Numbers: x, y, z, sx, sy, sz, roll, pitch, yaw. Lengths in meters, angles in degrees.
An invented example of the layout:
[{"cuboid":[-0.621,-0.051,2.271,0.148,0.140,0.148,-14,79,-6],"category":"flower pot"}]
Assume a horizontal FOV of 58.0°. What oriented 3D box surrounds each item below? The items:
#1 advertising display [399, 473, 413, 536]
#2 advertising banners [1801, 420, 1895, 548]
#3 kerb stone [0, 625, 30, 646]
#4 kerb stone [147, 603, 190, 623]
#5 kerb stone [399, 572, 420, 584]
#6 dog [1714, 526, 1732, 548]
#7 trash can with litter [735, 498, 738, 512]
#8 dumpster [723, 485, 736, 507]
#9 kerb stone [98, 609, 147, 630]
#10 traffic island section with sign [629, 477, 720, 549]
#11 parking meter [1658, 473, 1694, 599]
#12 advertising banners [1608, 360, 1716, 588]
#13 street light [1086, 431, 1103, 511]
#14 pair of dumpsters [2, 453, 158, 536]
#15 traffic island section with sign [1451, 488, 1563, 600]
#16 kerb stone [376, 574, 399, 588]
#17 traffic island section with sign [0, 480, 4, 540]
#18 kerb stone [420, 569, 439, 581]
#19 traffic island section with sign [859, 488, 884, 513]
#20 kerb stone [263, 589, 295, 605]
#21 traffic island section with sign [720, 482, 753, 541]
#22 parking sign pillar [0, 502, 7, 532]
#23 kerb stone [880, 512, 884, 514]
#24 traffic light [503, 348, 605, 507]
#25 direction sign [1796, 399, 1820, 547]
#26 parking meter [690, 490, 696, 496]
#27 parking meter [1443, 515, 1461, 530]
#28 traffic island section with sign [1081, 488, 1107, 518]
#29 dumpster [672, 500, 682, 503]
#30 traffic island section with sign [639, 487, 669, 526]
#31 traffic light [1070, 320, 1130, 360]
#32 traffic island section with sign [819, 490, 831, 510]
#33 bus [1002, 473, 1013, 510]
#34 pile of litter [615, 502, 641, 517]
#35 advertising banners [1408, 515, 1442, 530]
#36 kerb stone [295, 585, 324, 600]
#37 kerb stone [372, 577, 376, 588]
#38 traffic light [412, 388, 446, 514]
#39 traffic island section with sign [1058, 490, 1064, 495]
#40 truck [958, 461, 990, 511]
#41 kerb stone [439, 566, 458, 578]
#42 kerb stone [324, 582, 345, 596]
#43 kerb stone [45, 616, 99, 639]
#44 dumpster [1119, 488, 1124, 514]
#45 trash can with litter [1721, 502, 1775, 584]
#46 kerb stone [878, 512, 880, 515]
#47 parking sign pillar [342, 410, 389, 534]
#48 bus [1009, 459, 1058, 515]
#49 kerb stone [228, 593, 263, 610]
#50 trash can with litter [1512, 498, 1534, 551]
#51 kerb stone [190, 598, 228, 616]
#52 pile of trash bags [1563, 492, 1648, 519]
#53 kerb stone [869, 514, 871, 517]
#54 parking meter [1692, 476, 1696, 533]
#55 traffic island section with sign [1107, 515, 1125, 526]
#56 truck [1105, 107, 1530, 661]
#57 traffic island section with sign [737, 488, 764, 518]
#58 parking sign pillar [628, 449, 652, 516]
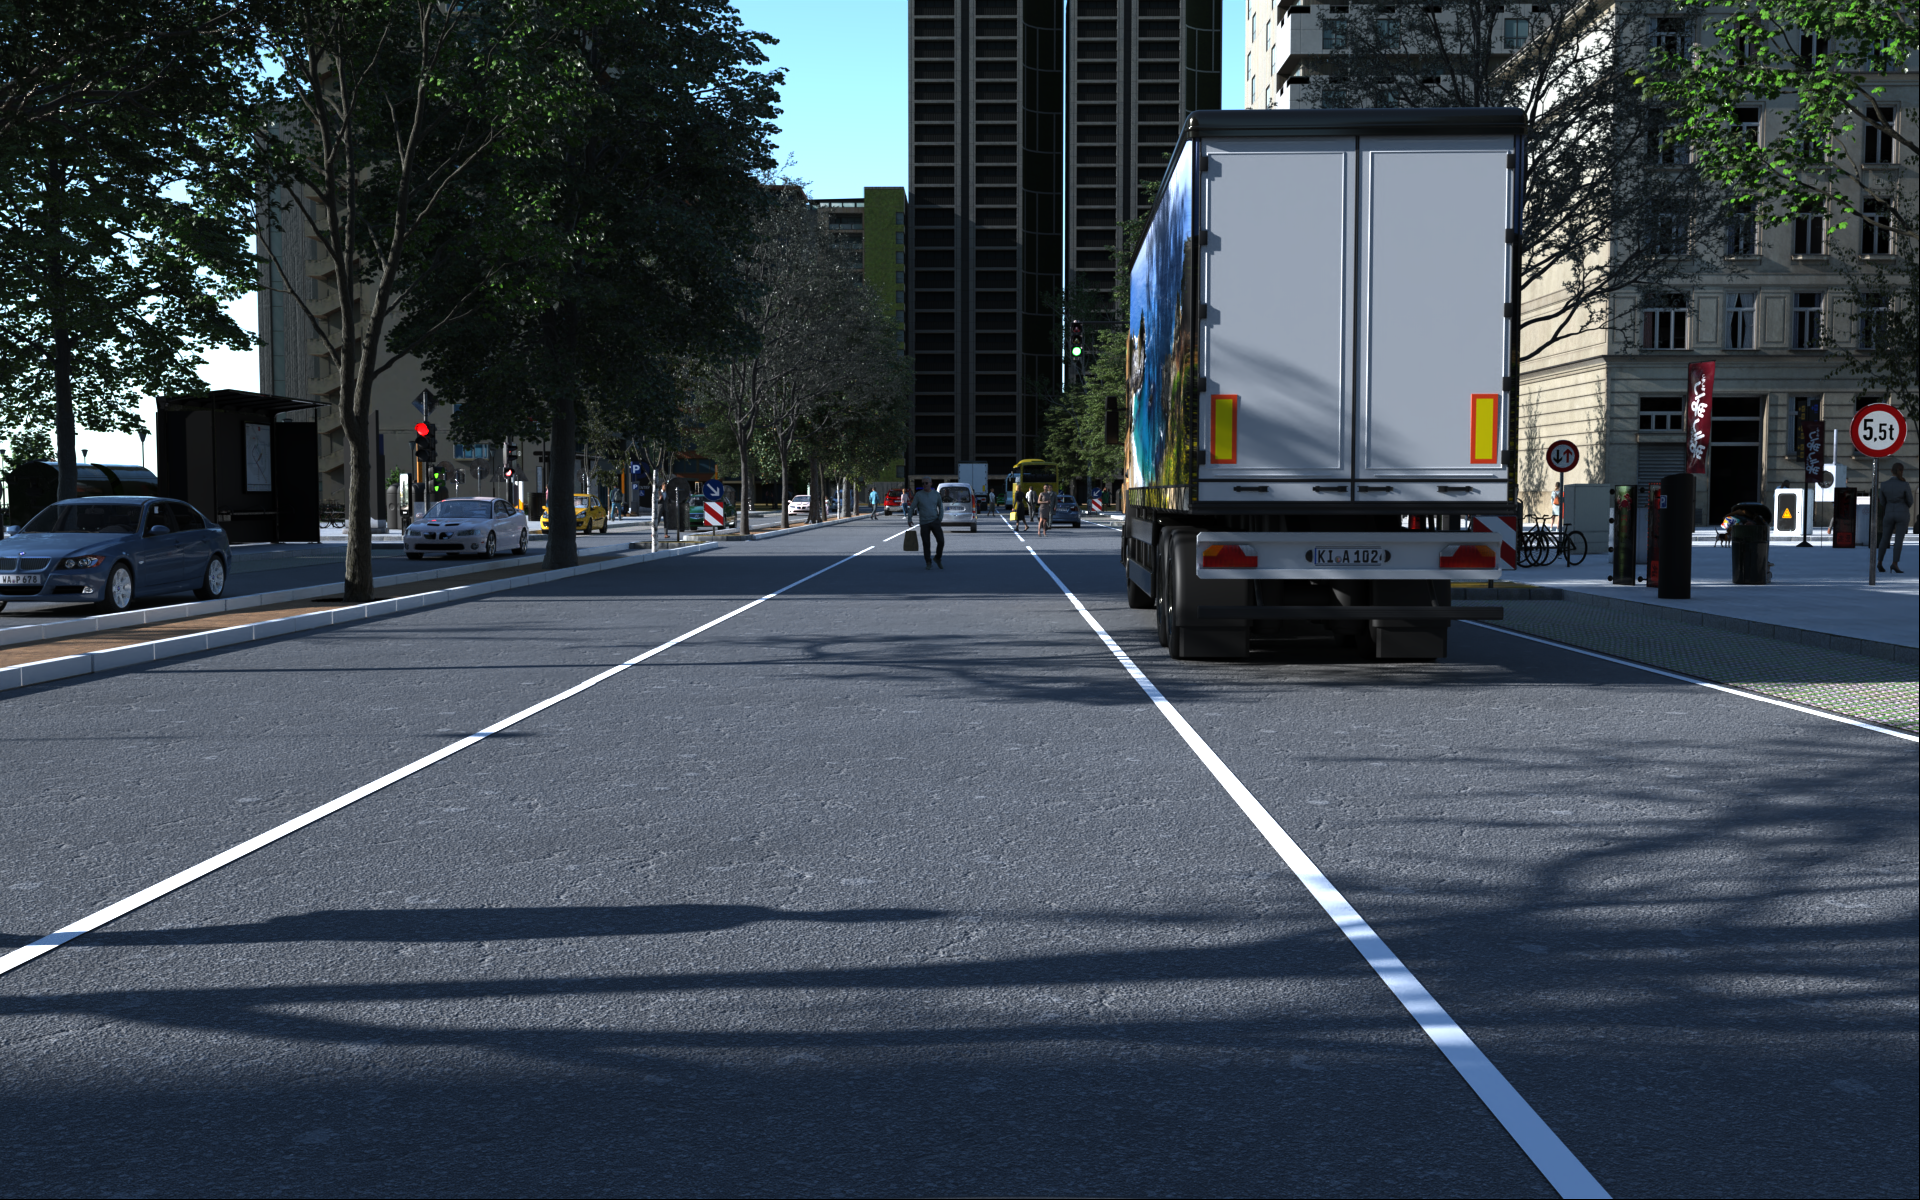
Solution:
[{"cuboid":[-17.027,-2.937,53.232,0.123,1.923,0.974,-2,4,-33],"category":"advertising display"},{"cuboid":[21.015,-2.742,41.024,2.074,3.025,0.090,1,4,18],"category":"advertising banners"},{"cuboid":[-9.068,0.350,16.480,0.120,0.150,1.000,0,4,1],"category":"kerb stone"},{"cuboid":[-9.028,0.160,19.577,0.120,0.150,1.000,0,4,1],"category":"kerb stone"},{"cuboid":[-8.924,-0.341,27.767,0.120,0.150,1.000,0,4,1],"category":"kerb stone"},{"cuboid":[18.366,-1.517,41.626,0.540,0.507,0.406,3,4,36],"category":"dog"},{"cuboid":[-16.546,-7.063,126.861,0.624,1.170,1.055,-2,4,-31],"category":"trash can with litter"},{"cuboid":[-15.609,-6.670,114.815,1.264,1.857,1.865,0,4,1],"category":"dumpster"},{"cuboid":[-9.036,0.223,18.542,0.120,0.150,1.000,0,4,1],"category":"kerb stone"},{"cuboid":[-7.625,-2.326,46.161,2.006,1.907,1.989,0,4,1],"category":"traffic island section with sign"},{"cuboid":[8.793,-0.787,21.280,0.372,1.533,0.369,0,3,0],"category":"parking meter"},{"cuboid":[9.554,-1.678,23.631,0.090,3.025,2.074,-1,4,-15],"category":"advertising banners"},{"cuboid":[9.946,-9.523,128.247,1.470,5.913,1.316,0,4,1],"category":"street light"},{"cuboid":[-19.873,-2.254,39.340,1.574,2.255,4.437,0,4,1],"category":"pair of dumpsters"},{"cuboid":[7.122,-0.953,24.214,1.989,1.847,2.006,0,4,1],"category":"traffic island section with sign"},{"cuboid":[-8.935,-0.278,26.740,0.120,0.150,1.000,0,4,1],"category":"kerb stone"},{"cuboid":[-14.102,-0.963,24.369,1.989,1.847,2.006,0,4,1],"category":"traffic island section with sign"},{"cuboid":[-8.915,-0.396,28.790,0.120,0.150,1.000,0,4,1],"category":"kerb stone"},{"cuboid":[-6.554,-7.374,128.700,2.006,1.907,1.989,0,4,1],"category":"traffic island section with sign"},{"cuboid":[-8.984,-0.028,22.647,0.120,0.150,1.000,0,4,1],"category":"kerb stone"},{"cuboid":[-7.519,-2.779,53.567,2.006,1.907,1.989,0,4,1],"category":"traffic island section with sign"},{"cuboid":[-32.772,-4.248,57.924,1.447,3.967,1.447,1,4,21],"category":"parking sign pillar"},{"cuboid":[-5.596,-6.067,121.523,0.120,0.150,1.000,0,4,1],"category":"kerb stone"},{"cuboid":[-11.908,-4.844,53.868,4.771,5.953,1.251,0,4,1],"category":"traffic light"},{"cuboid":[20.488,-3.052,41.904,0.379,3.537,0.876,0,4,-5],"category":"direction sign"},{"cuboid":[-15.852,-5.765,102.674,0.372,1.533,0.369,0,3,0],"category":"parking meter"},{"cuboid":[12.022,-2.241,42.355,0.399,1.863,0.255,-1,4,-21],"category":"parking meter"},{"cuboid":[8.192,-5.943,105.794,1.989,1.847,2.006,0,4,1],"category":"traffic island section with sign"},{"cuboid":[-17.650,-6.112,105.682,1.264,1.857,1.865,0,4,1],"category":"dumpster"},{"cuboid":[-13.390,-4.279,78.593,1.989,1.847,2.006,0,4,1],"category":"traffic island section with sign"},{"cuboid":[5.263,-4.332,45.500,4.771,5.953,1.251,0,4,1],"category":"traffic light"},{"cuboid":[-12.391,-9.027,156.225,1.989,1.847,2.006,0,4,1],"category":"traffic island section with sign"},{"cuboid":[5.454,-10.170,161.145,2.948,3.499,13.247,0,4,1],"category":"bus"},{"cuboid":[-18.853,-5.158,98.299,1.719,0.858,1.176,-2,4,-31],"category":"pile of litter"},{"cuboid":[12.180,-3.045,45.976,2.074,3.025,0.090,3,4,36],"category":"advertising banners"},{"cuboid":[-8.973,-0.089,23.673,0.120,0.150,1.000,0,4,1],"category":"kerb stone"},{"cuboid":[-8.944,-0.215,25.718,0.120,0.150,1.000,0,4,1],"category":"kerb stone"},{"cuboid":[-14.104,-3.483,45.876,0.839,4.253,0.868,0,4,1],"category":"traffic light"},{"cuboid":[8.826,-8.980,155.458,1.989,1.847,2.006,0,4,1],"category":"traffic island section with sign"},{"cuboid":[1.206,-9.953,151.649,2.839,4.237,11.283,0,4,1],"category":"truck"},{"cuboid":[-8.888,-0.466,29.811,0.120,0.150,1.000,0,4,1],"category":"kerb stone"},{"cuboid":[-8.963,-0.153,24.696,0.120,0.150,1.000,0,4,1],"category":"kerb stone"},{"cuboid":[-9.045,0.294,17.509,0.120,0.150,1.000,0,4,1],"category":"kerb stone"},{"cuboid":[11.048,-6.650,111.216,1.502,2.255,1.985,0,4,1],"category":"dumpster"},{"cuboid":[11.324,-0.823,24.845,0.624,1.170,1.055,2,4,32],"category":"trash can with litter"},{"cuboid":[-5.663,-5.823,117.432,0.120,0.150,1.000,0,4,1],"category":"kerb stone"},{"cuboid":[-19.237,-4.128,55.961,1.447,3.967,1.447,1,4,20],"category":"parking sign pillar"},{"cuboid":[5.163,-7.922,121.069,2.896,3.916,12.252,0,4,-1],"category":"bus"},{"cuboid":[-9.000,0.039,21.626,0.120,0.150,1.000,0,4,1],"category":"kerb stone"},{"cuboid":[12.158,-1.737,39.453,2.233,1.210,1.678,-1,4,-12],"category":"trash can with litter"},{"cuboid":[-9.023,0.097,20.604,0.120,0.150,1.000,0,4,1],"category":"kerb stone"},{"cuboid":[20.792,-2.760,54.876,3.447,1.369,1.912,1,4,21],"category":"pile of trash bags"},{"cuboid":[-5.783,-5.256,108.210,0.120,0.150,1.000,0,4,1],"category":"kerb stone"},{"cuboid":[24.242,-3.164,57.436,0.255,1.863,0.399,1,4,17],"category":"parking meter"},{"cuboid":[7.823,-4.262,78.309,1.989,1.847,2.006,0,4,1],"category":"traffic island section with sign"},{"cuboid":[3.122,-1.793,18.226,2.839,4.237,11.283,0,4,3],"category":"truck"},{"cuboid":[-13.043,-5.940,105.747,1.989,1.847,2.006,0,4,1],"category":"traffic island section with sign"},{"cuboid":[-19.054,-7.020,103.245,1.447,3.967,1.447,-2,4,-30],"category":"parking sign pillar"}]
